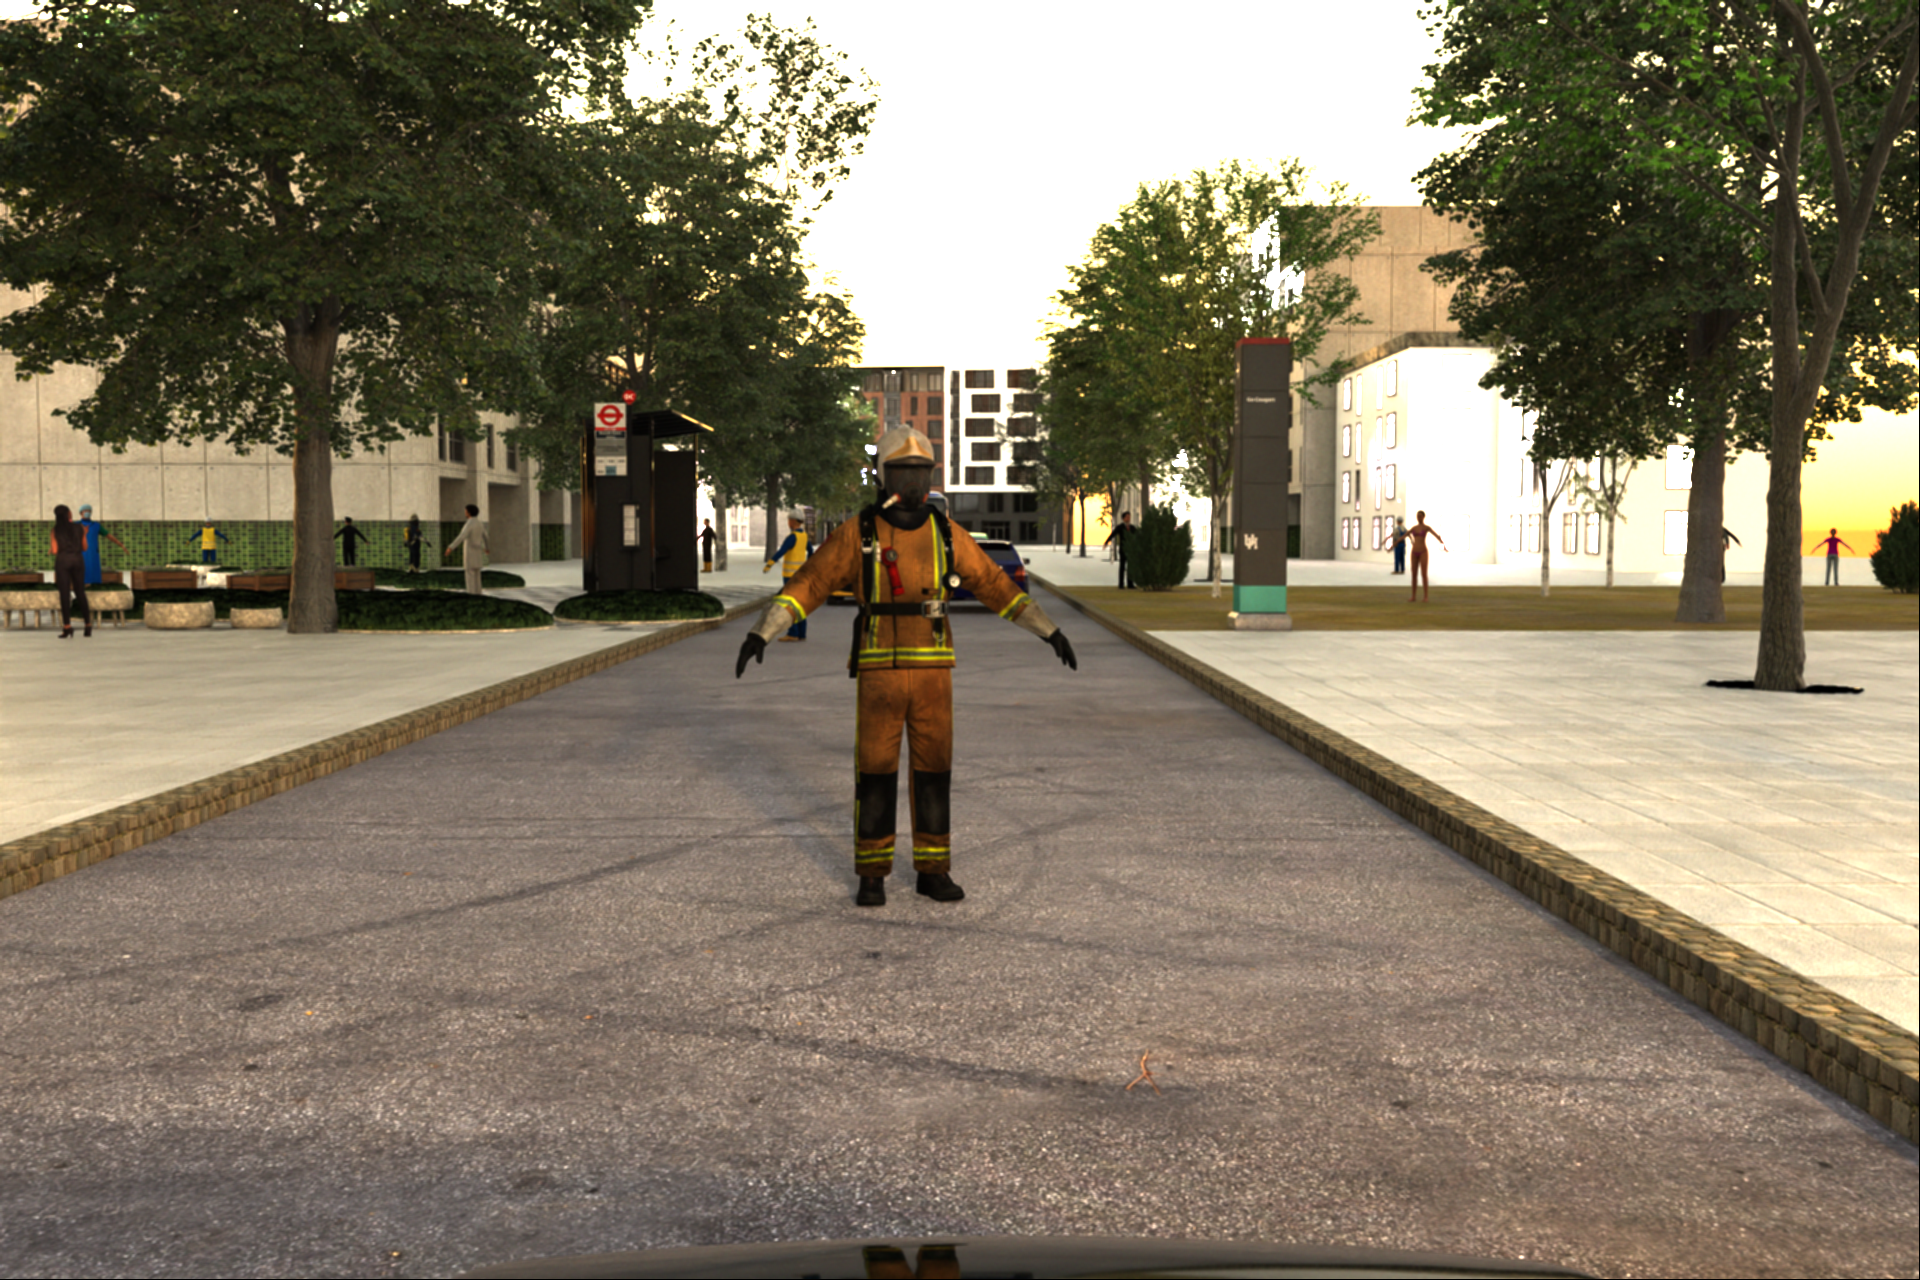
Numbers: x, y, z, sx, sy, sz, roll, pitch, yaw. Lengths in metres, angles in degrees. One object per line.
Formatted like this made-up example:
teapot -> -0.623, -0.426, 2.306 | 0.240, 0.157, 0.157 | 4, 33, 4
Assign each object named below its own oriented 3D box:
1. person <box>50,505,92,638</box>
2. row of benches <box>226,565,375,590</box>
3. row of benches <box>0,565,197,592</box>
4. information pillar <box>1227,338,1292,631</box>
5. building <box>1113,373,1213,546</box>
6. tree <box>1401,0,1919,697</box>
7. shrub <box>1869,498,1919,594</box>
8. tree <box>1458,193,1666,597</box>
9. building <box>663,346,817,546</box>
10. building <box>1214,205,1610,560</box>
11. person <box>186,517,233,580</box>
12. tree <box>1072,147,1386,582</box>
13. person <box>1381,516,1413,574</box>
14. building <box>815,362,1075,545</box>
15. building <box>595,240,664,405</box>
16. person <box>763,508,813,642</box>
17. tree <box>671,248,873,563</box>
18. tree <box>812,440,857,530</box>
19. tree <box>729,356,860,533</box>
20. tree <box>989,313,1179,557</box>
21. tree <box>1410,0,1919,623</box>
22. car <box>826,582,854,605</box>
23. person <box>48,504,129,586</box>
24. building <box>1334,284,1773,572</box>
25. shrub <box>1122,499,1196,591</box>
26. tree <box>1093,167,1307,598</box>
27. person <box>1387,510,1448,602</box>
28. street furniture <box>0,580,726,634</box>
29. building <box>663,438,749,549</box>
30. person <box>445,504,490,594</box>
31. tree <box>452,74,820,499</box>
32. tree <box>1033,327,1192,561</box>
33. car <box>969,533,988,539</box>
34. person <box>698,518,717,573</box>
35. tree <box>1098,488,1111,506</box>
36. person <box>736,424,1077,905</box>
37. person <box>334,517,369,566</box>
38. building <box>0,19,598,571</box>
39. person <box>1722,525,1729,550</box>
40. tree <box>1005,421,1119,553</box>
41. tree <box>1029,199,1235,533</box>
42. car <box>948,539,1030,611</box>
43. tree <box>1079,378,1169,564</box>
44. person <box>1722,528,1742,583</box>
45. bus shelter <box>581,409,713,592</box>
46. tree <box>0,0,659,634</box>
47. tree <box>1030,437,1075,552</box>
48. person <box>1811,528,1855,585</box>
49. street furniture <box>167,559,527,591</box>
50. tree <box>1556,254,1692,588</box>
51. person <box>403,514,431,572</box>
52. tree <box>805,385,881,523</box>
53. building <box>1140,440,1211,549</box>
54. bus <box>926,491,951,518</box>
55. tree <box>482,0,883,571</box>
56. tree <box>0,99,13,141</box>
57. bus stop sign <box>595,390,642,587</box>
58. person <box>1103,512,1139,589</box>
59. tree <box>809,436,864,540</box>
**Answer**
person -> -11.056, -0.857, 21.517 | 0.415, 1.643, 0.593 | 0, 4, -1
row of benches -> -12.419, -1.071, 32.969 | 1.422, 0.672, 4.104 | 1, 4, 12
row of benches -> -16.926, -1.123, 33.827 | 1.422, 0.672, 4.104 | 3, 5, 44
information pillar -> 4.024, -2.067, 23.177 | 0.750, 3.857, 0.750 | 0, 4, 1
building -> 25.998, -19.436, 184.241 | 16.747, 18.905, 31.486 | 0, 4, 0
tree -> 6.944, -5.393, 13.935 | 9.928, 11.665, 9.643 | 0, 3, 0
shrub -> 20.542, -2.040, 37.395 | 1.661, 2.075, 1.752 | 0, 3, 0
tree -> 11.888, -5.208, 35.516 | 4.360, 8.622, 3.978 | 0, 3, 0
building -> -25.536, -21.833, 187.896 | 19.493, 23.208, 18.063 | 0, 4, -1
building -> 25.518, -14.400, 101.898 | 16.747, 18.905, 31.486 | 0, 3, 0
person -> -21.212, -2.597, 48.932 | 1.216, 1.772, 0.721 | -1, 4, -21
tree -> 7.036, -7.379, 46.395 | 9.928, 11.665, 9.643 | 0, 3, 0
person -> 14.071, -3.037, 55.504 | 1.347, 1.847, 0.705 | -2, 4, -29
building -> -2.299, -22.798, 219.185 | 32.646, 21.610, 27.936 | 0, 4, 7
building -> -28.177, -16.505, 100.782 | 19.493, 23.208, 18.063 | 0, 3, 0
person -> -2.280, -0.875, 23.225 | 0.721, 1.772, 1.216 | 2, 4, 24
tree -> -8.601, -10.466, 77.769 | 9.857, 13.997, 8.962 | 0, 3, 0
tree -> -8.562, -10.458, 121.357 | 4.360, 8.622, 3.978 | 0, 3, 0
tree -> -9.101, -9.619, 91.679 | 8.767, 10.594, 7.601 | 2, 4, 34
tree -> 6.765, -11.290, 94.961 | 12.009, 13.543, 11.850 | 0, 3, 0
tree -> 10.839, -7.242, 25.064 | 9.857, 13.997, 8.962 | 0, 3, 0
car -> -1.874, -1.592, 36.251 | 2.015, 1.641, 3.980 | 0, 4, 0
person -> -15.704, -1.533, 31.186 | 1.347, 1.817, 0.704 | -3, 5, -42
building -> 23.112, -7.964, 72.355 | 9.099, 9.664, 28.070 | 0, 3, 0
shrub -> 4.453, -2.131, 38.877 | 1.661, 2.075, 1.752 | 0, 3, 0
tree -> 4.998, -5.142, 34.433 | 4.737, 8.622, 4.395 | 0, 3, 0
person -> 8.681, -1.592, 32.825 | 1.217, 1.733, 0.721 | 3, 5, 40
street furniture -> -8.736, -0.596, 25.365 | 10.072, 0.657, 5.734 | 0, 4, 7
building -> -24.491, -13.619, 164.811 | 9.099, 9.664, 28.070 | 0, 4, 1
person -> -8.711, -1.509, 30.858 | 0.705, 1.806, 1.347 | 1, 4, 16
tree -> -8.646, -8.620, 47.588 | 9.857, 13.997, 8.962 | 0, 3, 0
tree -> 7.469, -9.577, 82.337 | 9.928, 11.665, 9.643 | 0, 3, 0
car -> 0.118, -2.371, 47.567 | 1.959, 1.807, 4.718 | 0, 4, 0
person -> -8.479, -3.165, 57.885 | 0.704, 1.812, 1.346 | -3, 5, -41
tree -> 21.782, -18.573, 214.035 | 12.009, 13.543, 11.850 | 0, 3, 0
person -> -0.212, 0.091, 6.744 | 1.354, 1.858, 0.705 | -1, 4, -16
person -> -19.356, -2.990, 54.827 | 1.347, 1.837, 0.705 | -3, 5, -40
building -> -27.258, -12.796, 75.676 | 16.747, 18.905, 31.486 | 0, 4, -1
person -> 18.263, -2.183, 41.971 | 0.705, 1.796, 1.348 | -1, 4, -10
tree -> 7.142, -10.980, 113.942 | 8.767, 10.594, 7.601 | 0, 4, -1
tree -> 5.968, -8.645, 59.476 | 7.486, 12.596, 7.792 | 0, 3, 0
car -> 0.378, -1.243, 32.897 | 1.945, 1.354, 3.894 | 0, 4, -1
tree -> 6.655, -7.530, 73.472 | 4.737, 8.622, 4.395 | 0, 3, 0
person -> 19.966, -2.382, 45.670 | 1.216, 1.740, 0.721 | 1, 4, 15
bus shelter -> -6.327, -2.716, 35.694 | 1.731, 3.624, 6.357 | 0, 4, -1
tree -> -8.551, -7.069, 22.231 | 9.857, 13.997, 8.962 | 0, 3, 0
tree -> 6.733, -10.554, 122.922 | 4.737, 8.622, 4.395 | 0, 3, 0
person -> 21.821, -2.082, 43.304 | 0.991, 1.433, 0.599 | 2, 4, 28
street furniture -> -15.307, -1.626, 42.208 | 5.734, 0.657, 10.072 | -3, 5, -44
tree -> 15.363, -5.566, 41.359 | 4.360, 8.622, 3.978 | 0, 3, 0
person -> -15.637, -2.688, 49.722 | 1.354, 1.856, 0.705 | 3, 5, 42
tree -> -8.935, -12.913, 129.258 | 7.486, 12.596, 7.792 | 0, 3, 0
building -> 21.768, -12.921, 153.407 | 9.099, 9.664, 28.070 | 0, 4, 0
bus -> -1.914, -6.838, 103.356 | 2.896, 3.916, 12.251 | 0, 4, 0
tree -> -9.590, -12.490, 60.109 | 12.611, 20.169, 13.585 | 0, 3, 0
tree -> -9.011, -6.263, 9.060 | 9.857, 13.997, 8.962 | 0, 3, 0
bus stop sign -> -6.339, -2.659, 32.179 | 0.855, 3.939, 0.416 | 0, 4, 1
person -> 3.912, -2.104, 40.586 | 1.347, 1.806, 0.705 | -2, 4, -24
tree -> -8.566, -9.899, 112.210 | 4.737, 8.622, 4.395 | 0, 3, 0
